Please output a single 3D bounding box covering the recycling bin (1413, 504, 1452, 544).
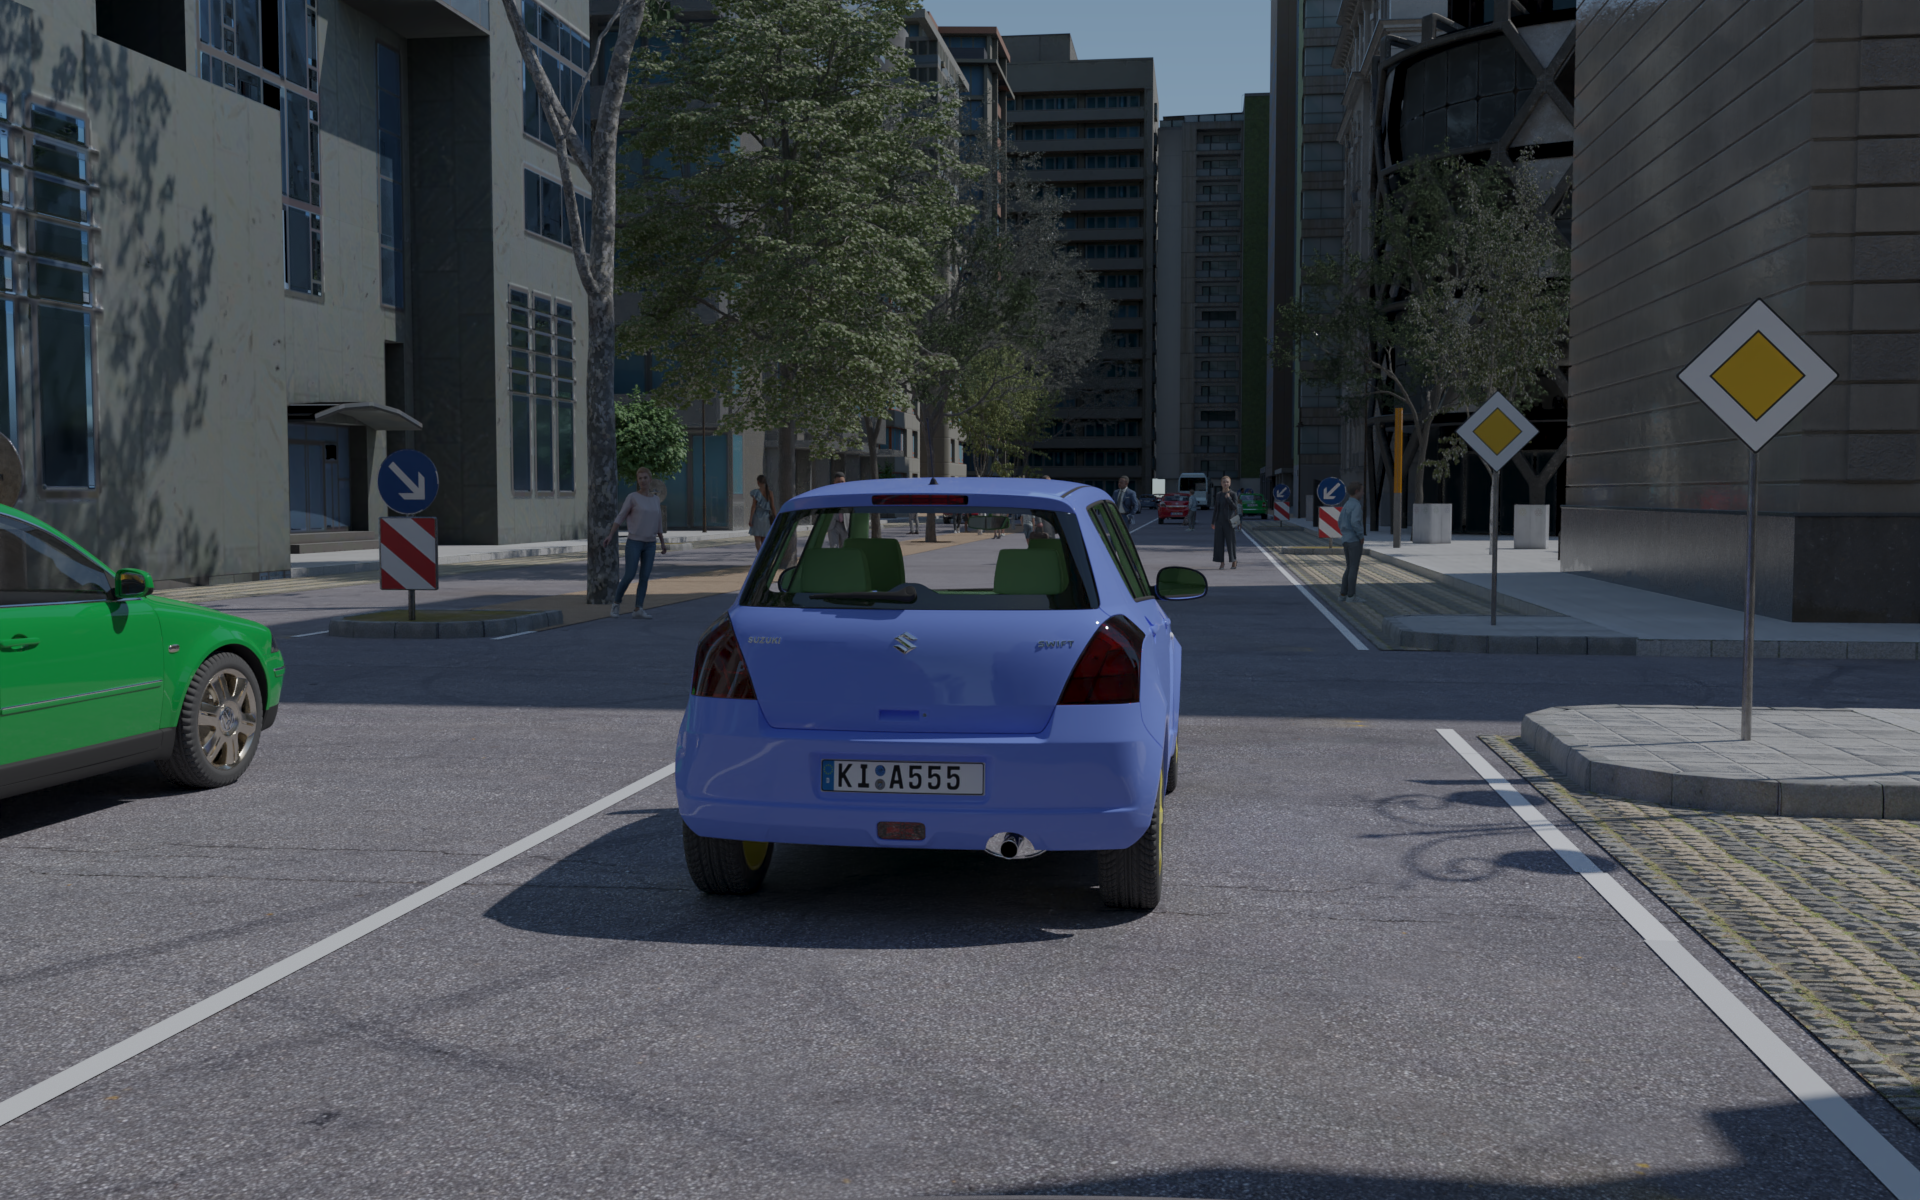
[{"bbox_3d":[12.257,-1.983,44.968,0.722,1.027,0.722,-2,4,-25],"label":"recycling bin"}]

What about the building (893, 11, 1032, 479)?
[{"bbox_3d":[-8.505,-30.932,160.369,28.867,44.769,22.147,0,4,8],"label":"building"}]

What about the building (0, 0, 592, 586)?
[{"bbox_3d":[-21.775,-44.083,33.433,22.319,86.520,31.000,0,4,8],"label":"building"}]

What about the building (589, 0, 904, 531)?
[{"bbox_3d":[-15.570,-27.715,72.741,23.786,49.044,30.456,0,4,8],"label":"building"}]

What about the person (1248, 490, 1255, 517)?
[{"bbox_3d":[18.533,-6.190,110.647,0.436,1.711,0.756,-1,4,-23],"label":"person"}]

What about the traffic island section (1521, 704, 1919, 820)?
[{"bbox_3d":[4.117,0.810,9.036,2.009,0.180,2.903,0,4,8],"label":"traffic island section"}]

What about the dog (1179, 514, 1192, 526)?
[{"bbox_3d":[10.252,-3.775,78.564,0.800,0.831,0.513,1,4,17],"label":"dog"}]

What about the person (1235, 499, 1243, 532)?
[{"bbox_3d":[10.629,-3.236,66.091,0.332,1.250,0.352,1,4,20],"label":"person"}]

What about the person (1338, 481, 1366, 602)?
[{"bbox_3d":[5.185,-0.765,22.823,0.330,1.601,0.589,0,3,0],"label":"person"}]

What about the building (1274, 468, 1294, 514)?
[{"bbox_3d":[38.014,-25.993,116.864,32.217,40.220,23.993,0,4,8],"label":"building"}]

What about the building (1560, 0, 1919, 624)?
[{"bbox_3d":[21.097,-13.644,20.345,25.104,27.353,12.463,0,4,8],"label":"building"}]

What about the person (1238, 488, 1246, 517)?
[{"bbox_3d":[17.877,-6.178,109.514,0.705,1.824,1.348,3,5,39],"label":"person"}]

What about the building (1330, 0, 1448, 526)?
[{"bbox_3d":[24.400,-17.773,77.981,14.401,28.519,23.554,0,4,8],"label":"building"}]

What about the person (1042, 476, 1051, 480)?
[{"bbox_3d":[1.771,-1.647,35.527,0.767,1.812,0.694,2,4,33],"label":"person"}]

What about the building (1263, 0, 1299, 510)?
[{"bbox_3d":[31.716,-29.805,137.416,14.600,45.320,14.200,0,4,8],"label":"building"}]

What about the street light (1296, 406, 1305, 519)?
[{"bbox_3d":[17.772,-7.206,90.600,0.468,5.910,1.993,0,4,8],"label":"street light"}]

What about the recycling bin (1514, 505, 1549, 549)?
[{"bbox_3d":[13.403,-1.716,40.612,0.722,1.027,0.722,2,4,24],"label":"recycling bin"}]

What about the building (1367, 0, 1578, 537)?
[{"bbox_3d":[22.073,-11.608,57.250,16.820,18.784,16.811,0,4,8],"label":"building"}]

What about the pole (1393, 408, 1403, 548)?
[{"bbox_3d":[10.410,-2.895,41.168,0.158,3.312,0.155,0,3,0],"label":"pole"}]

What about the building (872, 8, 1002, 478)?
[{"bbox_3d":[-13.078,-27.210,136.768,32.217,40.220,23.993,0,4,8],"label":"building"}]

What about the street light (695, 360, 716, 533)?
[{"bbox_3d":[-8.499,-5.178,57.443,0.468,5.910,1.993,0,4,8],"label":"street light"}]

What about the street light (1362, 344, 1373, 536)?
[{"bbox_3d":[12.479,-4.923,53.285,0.468,5.910,1.993,0,4,8],"label":"street light"}]

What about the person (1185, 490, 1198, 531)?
[{"bbox_3d":[9.053,-3.503,67.588,0.589,1.601,0.330,-3,5,-44],"label":"person"}]

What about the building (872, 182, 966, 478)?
[{"bbox_3d":[-15.259,-16.263,110.938,27.650,21.520,28.899,0,4,8],"label":"building"}]

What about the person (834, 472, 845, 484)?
[{"bbox_3d":[-1.967,-1.196,28.330,0.678,1.792,0.850,-1,4,-12],"label":"person"}]

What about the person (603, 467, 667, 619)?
[{"bbox_3d":[-3.808,-0.657,19.908,0.598,1.740,0.731,3,4,38],"label":"person"}]

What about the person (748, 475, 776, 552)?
[{"bbox_3d":[-3.846,-1.548,33.904,0.616,1.811,0.778,-1,4,-17],"label":"person"}]

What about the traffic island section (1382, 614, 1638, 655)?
[{"bbox_3d":[5.237,0.326,16.943,2.009,0.180,2.903,0,4,8],"label":"traffic island section"}]

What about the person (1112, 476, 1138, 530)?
[{"bbox_3d":[3.287,-1.634,35.396,0.721,1.800,0.419,2,4,28],"label":"person"}]

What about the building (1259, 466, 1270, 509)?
[{"bbox_3d":[37.586,-43.737,153.344,20.563,71.187,20.611,0,4,8],"label":"building"}]

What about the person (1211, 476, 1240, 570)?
[{"bbox_3d":[5.045,-1.470,32.955,0.576,1.772,0.534,1,4,18],"label":"person"}]
